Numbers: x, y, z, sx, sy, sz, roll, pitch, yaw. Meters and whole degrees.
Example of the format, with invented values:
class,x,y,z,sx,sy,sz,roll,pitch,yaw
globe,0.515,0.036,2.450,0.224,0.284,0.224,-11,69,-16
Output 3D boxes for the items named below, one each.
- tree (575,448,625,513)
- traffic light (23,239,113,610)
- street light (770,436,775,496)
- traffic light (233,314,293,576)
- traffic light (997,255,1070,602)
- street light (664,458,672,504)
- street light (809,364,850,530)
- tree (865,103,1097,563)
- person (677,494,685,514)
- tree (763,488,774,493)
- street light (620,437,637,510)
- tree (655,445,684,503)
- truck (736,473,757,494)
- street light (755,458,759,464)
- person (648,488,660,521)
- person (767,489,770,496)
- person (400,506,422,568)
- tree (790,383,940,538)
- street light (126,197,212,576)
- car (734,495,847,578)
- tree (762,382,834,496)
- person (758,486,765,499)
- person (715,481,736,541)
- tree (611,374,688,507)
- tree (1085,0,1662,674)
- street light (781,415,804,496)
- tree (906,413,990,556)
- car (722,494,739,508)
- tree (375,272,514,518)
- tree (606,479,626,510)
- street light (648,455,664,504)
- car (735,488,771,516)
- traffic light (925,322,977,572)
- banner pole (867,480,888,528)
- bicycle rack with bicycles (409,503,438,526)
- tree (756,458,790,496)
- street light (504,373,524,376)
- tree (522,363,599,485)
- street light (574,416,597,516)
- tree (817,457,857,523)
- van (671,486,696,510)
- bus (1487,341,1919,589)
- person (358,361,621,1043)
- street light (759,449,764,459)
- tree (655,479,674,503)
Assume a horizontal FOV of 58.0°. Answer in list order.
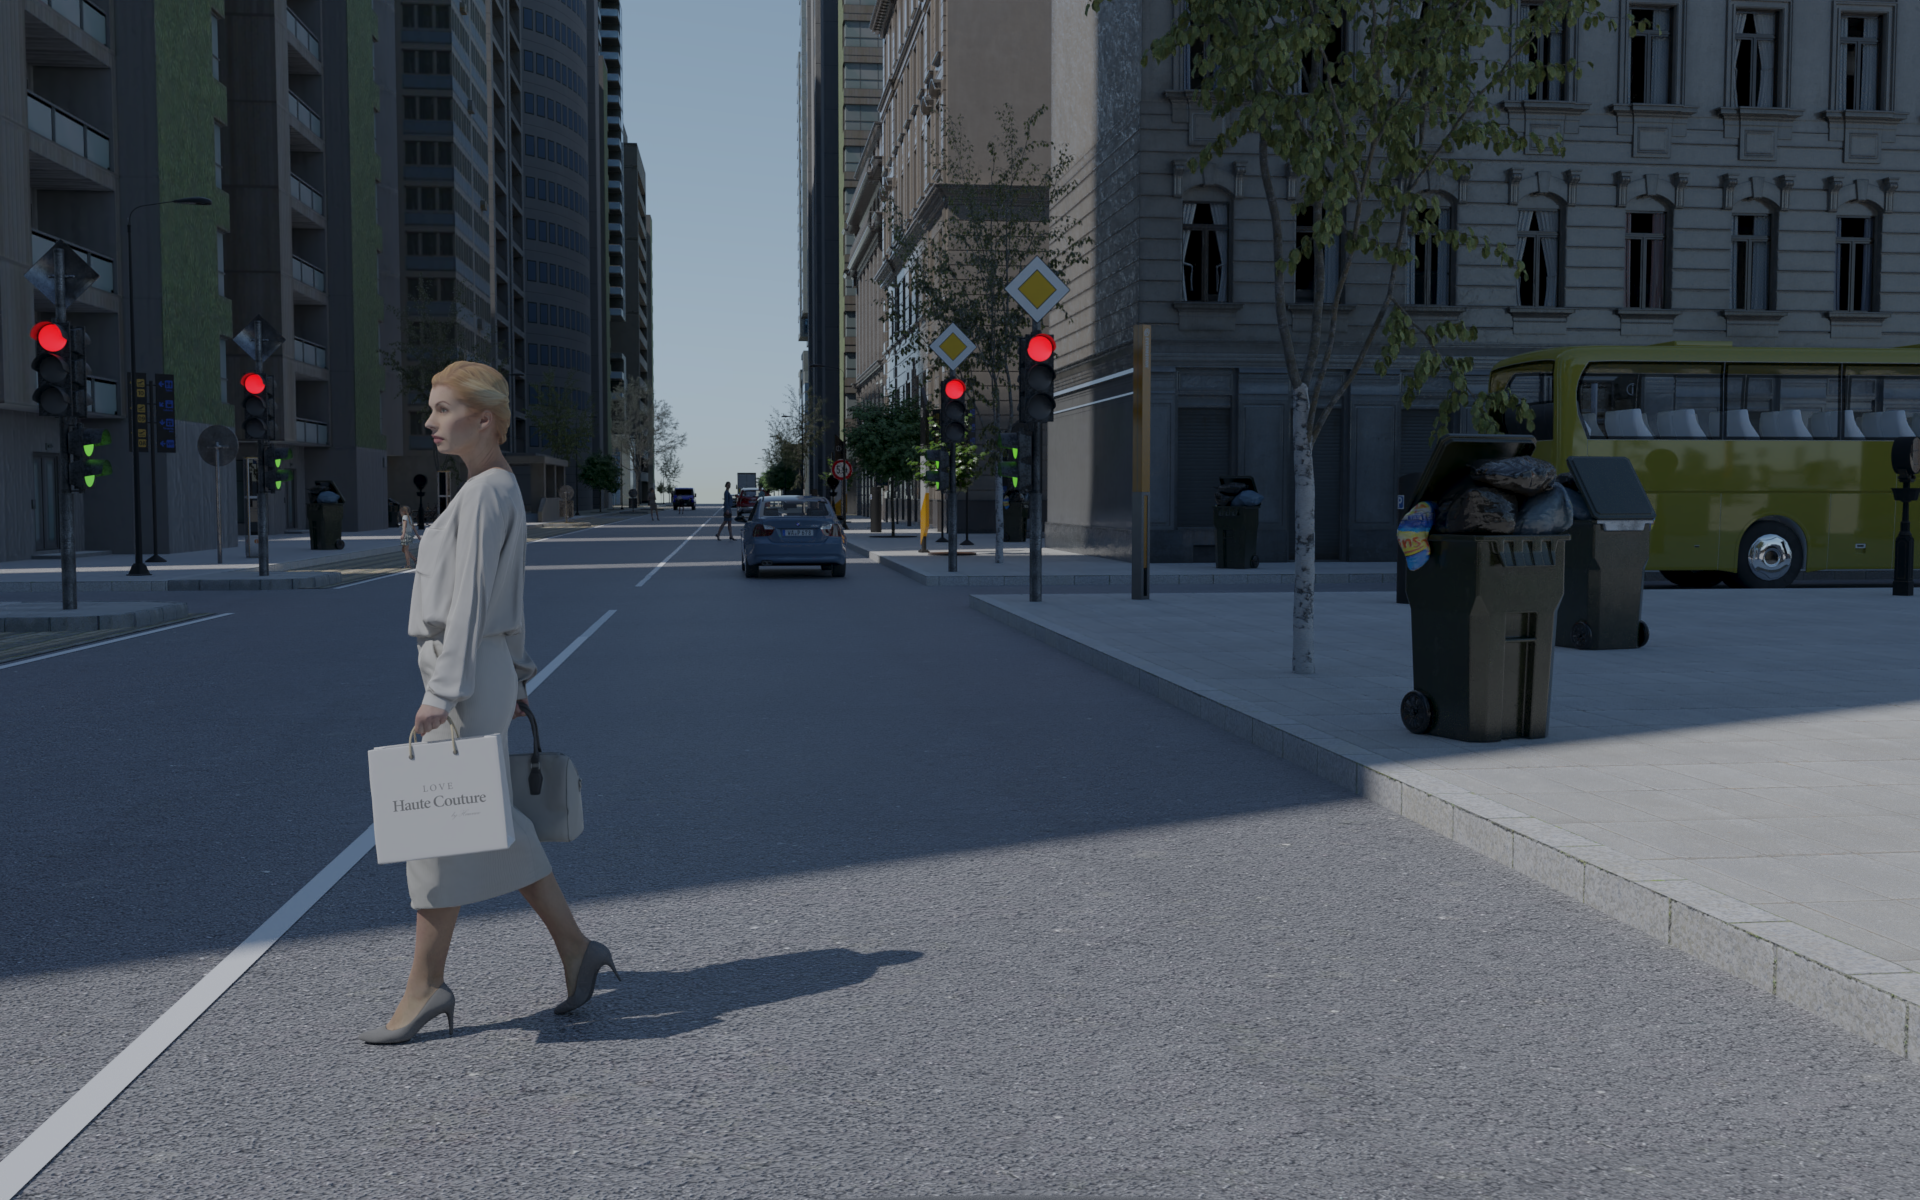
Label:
class,x,y,z,sx,sy,sz,roll,pitch,yaw
tree,-25.074,-8.389,120.881,4.285,4.588,4.351,0,3,0
traffic light,-9.887,-1.849,19.156,0.839,4.253,0.868,0,4,-7
street light,-14.541,-10.165,138.733,1.470,5.913,1.316,0,4,-7
traffic light,-10.909,-2.334,27.075,0.839,4.253,0.868,0,4,-7
traffic light,0.883,-1.935,20.557,0.839,4.253,0.868,0,4,-7
street light,-38.089,-15.482,225.664,1.470,5.913,1.316,0,4,-7
street light,-4.686,-5.473,62.032,1.470,5.913,1.316,0,4,-7
tree,0.499,-4.985,31.873,4.360,8.622,3.978,0,3,0
person,-20.005,-6.859,123.835,0.799,1.438,0.628,1,4,19
tree,-26.948,-15.156,242.404,1.663,3.219,1.824,0,3,0
street light,-27.189,-10.364,141.990,1.470,5.913,1.316,0,4,-7
tree,-41.466,-18.149,247.091,4.737,8.622,4.395,0,3,0
truck,-28.468,-14.808,231.017,2.839,4.237,11.283,0,4,-7
street light,-25.269,-15.264,222.107,1.470,5.913,1.316,0,4,-7
person,-16.563,-5.188,93.658,0.599,1.781,0.374,1,4,15
person,-13.768,-7.125,124.936,0.705,1.831,1.348,0,4,-1
person,-10.555,-1.203,33.186,0.382,1.210,0.505,0,4,-2
tree,-1.955,-4.144,51.462,4.285,4.588,4.351,0,3,0
street light,-12.390,-3.341,27.162,1.470,5.913,1.316,0,4,-7
car,-3.025,-1.166,31.074,2.014,1.417,4.499,-1,4,-8
tree,-10.428,-9.949,113.035,4.360,8.622,3.978,0,3,0
person,-10.531,-5.118,92.036,0.748,1.841,0.638,3,5,41
person,-7.206,-2.744,53.389,0.654,1.822,0.581,1,4,14
tree,-32.824,-16.253,176.100,12.009,13.543,11.850,0,3,0
tree,2.539,-3.766,11.930,4.737,8.622,4.395,0,3,0
street light,-9.843,-7.940,102.360,1.470,5.913,1.316,0,4,-7
tree,-0.180,-2.564,36.527,1.663,3.219,1.824,0,3,0
car,-20.694,-9.073,158.132,2.009,1.686,4.222,-1,4,-8
tree,-17.350,-6.605,58.362,4.360,8.622,3.978,0,3,0
tree,-27.808,-8.791,138.326,1.663,3.219,1.824,0,3,0
street light,-32.857,-13.050,185.904,1.470,5.913,1.316,0,4,-7
car,-12.844,-6.046,107.533,2.281,1.827,5.304,0,4,-8
traffic light,-0.139,-2.419,28.477,0.839,4.253,0.868,0,4,-7
banner pole,-3.074,-4.570,64.742,0.863,3.779,0.401,0,4,3
bicycle rack with bicycles,-21.069,-3.484,70.353,2.925,0.926,2.852,-2,4,-24
tree,-15.948,-10.512,155.583,4.285,4.588,4.351,0,3,0
street light,-17.383,-5.744,66.448,1.470,5.913,1.316,0,4,-7
tree,-22.662,-9.052,98.358,4.737,8.622,4.395,0,3,0
street light,-22.182,-7.961,102.706,1.470,5.913,1.316,0,4,-7
tree,-5.324,-5.106,78.088,1.663,3.219,1.824,0,3,0
van,-24.799,-9.266,155.883,2.240,2.365,5.245,0,4,-7
bus,14.358,-2.129,26.359,12.252,3.916,2.896,0,4,-6
person,-1.248,0.261,4.587,0.624,1.780,0.694,0,4,3
street light,-19.764,-12.622,178.911,1.470,5.913,1.316,0,4,-7
tree,-38.130,-13.890,221.708,1.663,3.219,1.824,0,3,0
